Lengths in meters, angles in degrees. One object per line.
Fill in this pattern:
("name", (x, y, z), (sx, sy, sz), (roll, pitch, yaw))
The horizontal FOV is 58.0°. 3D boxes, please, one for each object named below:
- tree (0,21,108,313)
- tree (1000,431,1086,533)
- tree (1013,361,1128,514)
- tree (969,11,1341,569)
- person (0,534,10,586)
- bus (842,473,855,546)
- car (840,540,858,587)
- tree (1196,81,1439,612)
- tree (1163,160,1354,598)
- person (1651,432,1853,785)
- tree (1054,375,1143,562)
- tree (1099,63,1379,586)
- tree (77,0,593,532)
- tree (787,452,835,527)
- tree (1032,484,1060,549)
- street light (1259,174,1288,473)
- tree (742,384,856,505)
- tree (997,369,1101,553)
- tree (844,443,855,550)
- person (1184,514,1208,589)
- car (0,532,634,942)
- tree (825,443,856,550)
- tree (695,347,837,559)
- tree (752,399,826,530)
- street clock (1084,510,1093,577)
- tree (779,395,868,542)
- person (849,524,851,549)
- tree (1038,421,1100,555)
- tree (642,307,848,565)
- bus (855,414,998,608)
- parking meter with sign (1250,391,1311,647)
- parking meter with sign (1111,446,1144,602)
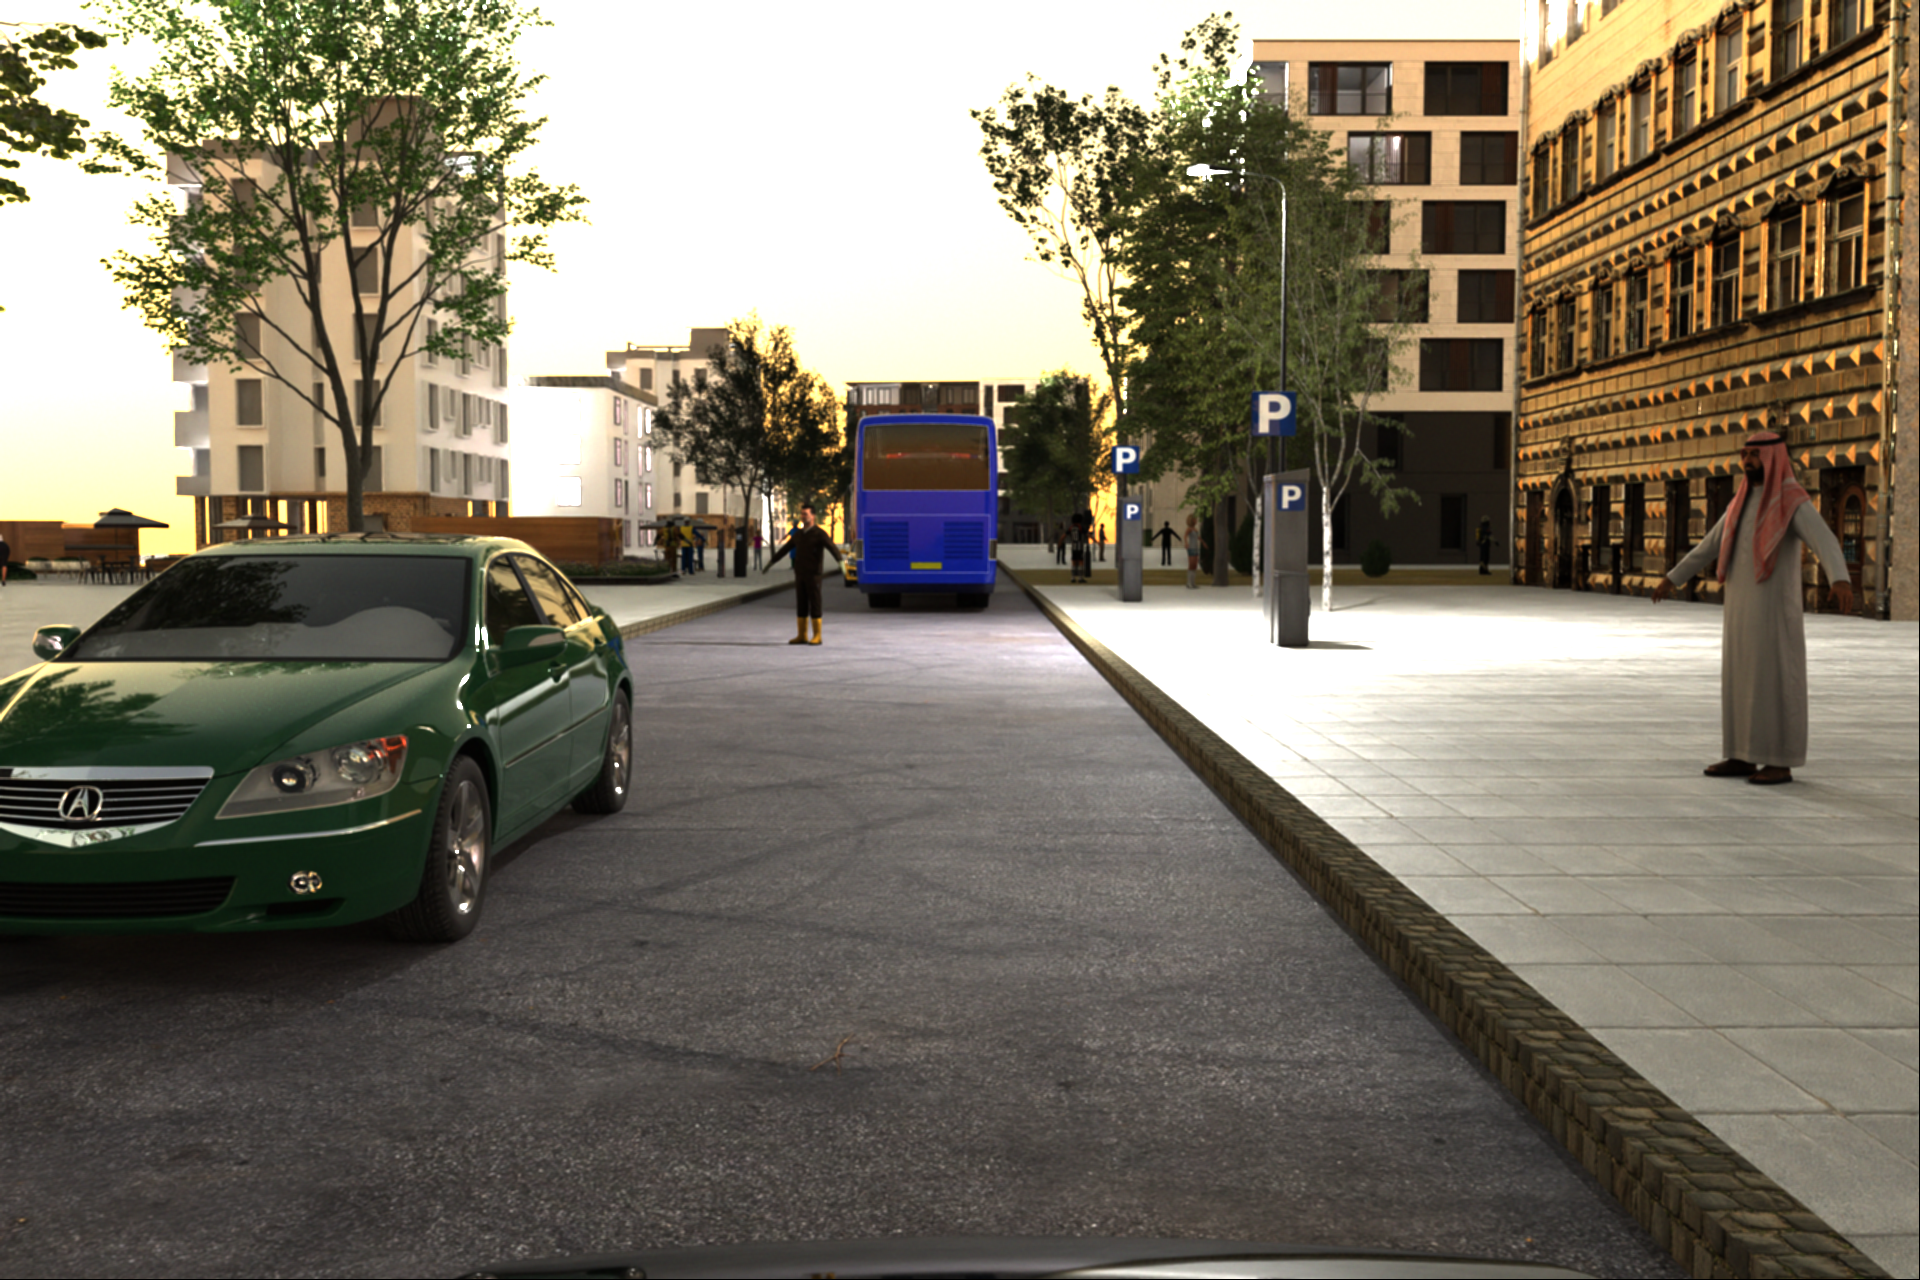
("tree", (-9.209, -5.681, 11.014), (7.486, 12.596, 7.792), (0, 3, 0))
("tree", (6.617, -12.152, 133.099), (7.601, 10.594, 8.767), (-1, 4, -10))
("tree", (6.095, -9.798, 94.605), (7.601, 10.594, 8.767), (-3, 4, -37))
("tree", (7.047, -12.667, 62.987), (12.611, 20.169, 13.585), (0, 3, 0))
("person", (-23.821, -2.057, 42.865), (0.799, 1.438, 0.628), (1, 4, 12))
("bus", (-2.393, -4.382, 63.199), (2.896, 3.916, 12.251), (0, 4, 0))
("car", (-2.270, -2.303, 47.885), (2.015, 1.641, 3.980), (0, 3, 0))
("tree", (6.212, -4.790, 28.680), (4.360, 8.622, 3.978), (0, 3, 0))
("tree", (6.009, -5.175, 34.971), (4.737, 8.622, 4.395), (0, 3, 0))
("person", (4.154, -0.176, 9.027), (0.704, 1.811, 1.347), (-1, 4, -18))
("tree", (6.167, -7.913, 79.748), (4.360, 8.622, 3.978), (0, 3, 0))
("tree", (6.768, -7.606, 42.492), (7.486, 12.596, 7.792), (0, 3, 0))
("tree", (-9.598, -6.214, 27.349), (9.928, 11.665, 9.643), (0, 3, 0))
("tree", (-21.453, -20.293, 238.451), (9.857, 13.997, 8.962), (0, 3, 0))
("tree", (7.166, -12.117, 148.468), (4.737, 8.622, 4.395), (0, 3, 0))
("street light", (4.627, -3.018, 21.887), (1.470, 5.913, 1.316), (0, 3, 0))
("tree", (-9.371, -10.431, 104.961), (7.601, 10.594, 8.767), (1, 4, 22))
("tree", (6.138, -12.294, 119.127), (7.486, 12.596, 7.792), (0, 3, 0))
("tree", (-9.242, -11.640, 140.674), (4.360, 8.622, 3.978), (0, 3, 0))
("person", (5.538, -2.083, 40.676), (0.721, 1.753, 1.214), (2, 4, 31))
("car", (-2.648, 0.257, 7.588), (2.131, 1.459, 4.920), (0, 3, 0))
("tree", (-8.374, -10.759, 126.274), (4.737, 8.622, 4.395), (0, 3, 0))
("tree", (-9.456, -9.176, 84.435), (7.601, 10.594, 8.767), (0, 4, -1))
("tree", (-8.875, -8.735, 93.185), (4.360, 8.622, 3.978), (0, 3, 0))
("street clock", (3.786, -2.859, 51.310), (0.358, 2.002, 0.471), (0, 4, 0))
("tree", (-8.592, -10.999, 114.246), (8.767, 10.594, 7.601), (1, 4, 11))
("person", (-5.013, -4.583, 81.150), (0.704, 1.802, 1.346), (0, 4, -2))
("tree", (6.593, -9.621, 107.666), (4.737, 8.622, 4.395), (0, 3, 0))
("tree", (-8.998, -8.411, 71.925), (8.767, 10.594, 7.601), (-1, 4, -9))
("bus", (-0.624, -2.756, 36.606), (2.896, 3.916, 12.251), (0, 4, 0))
("parking meter with sign", (3.818, -1.477, 20.407), (0.543, 3.016, 1.738), (0, 4, 1))
("parking meter with sign", (3.270, -2.275, 33.456), (0.543, 3.016, 1.738), (0, 4, 0))
